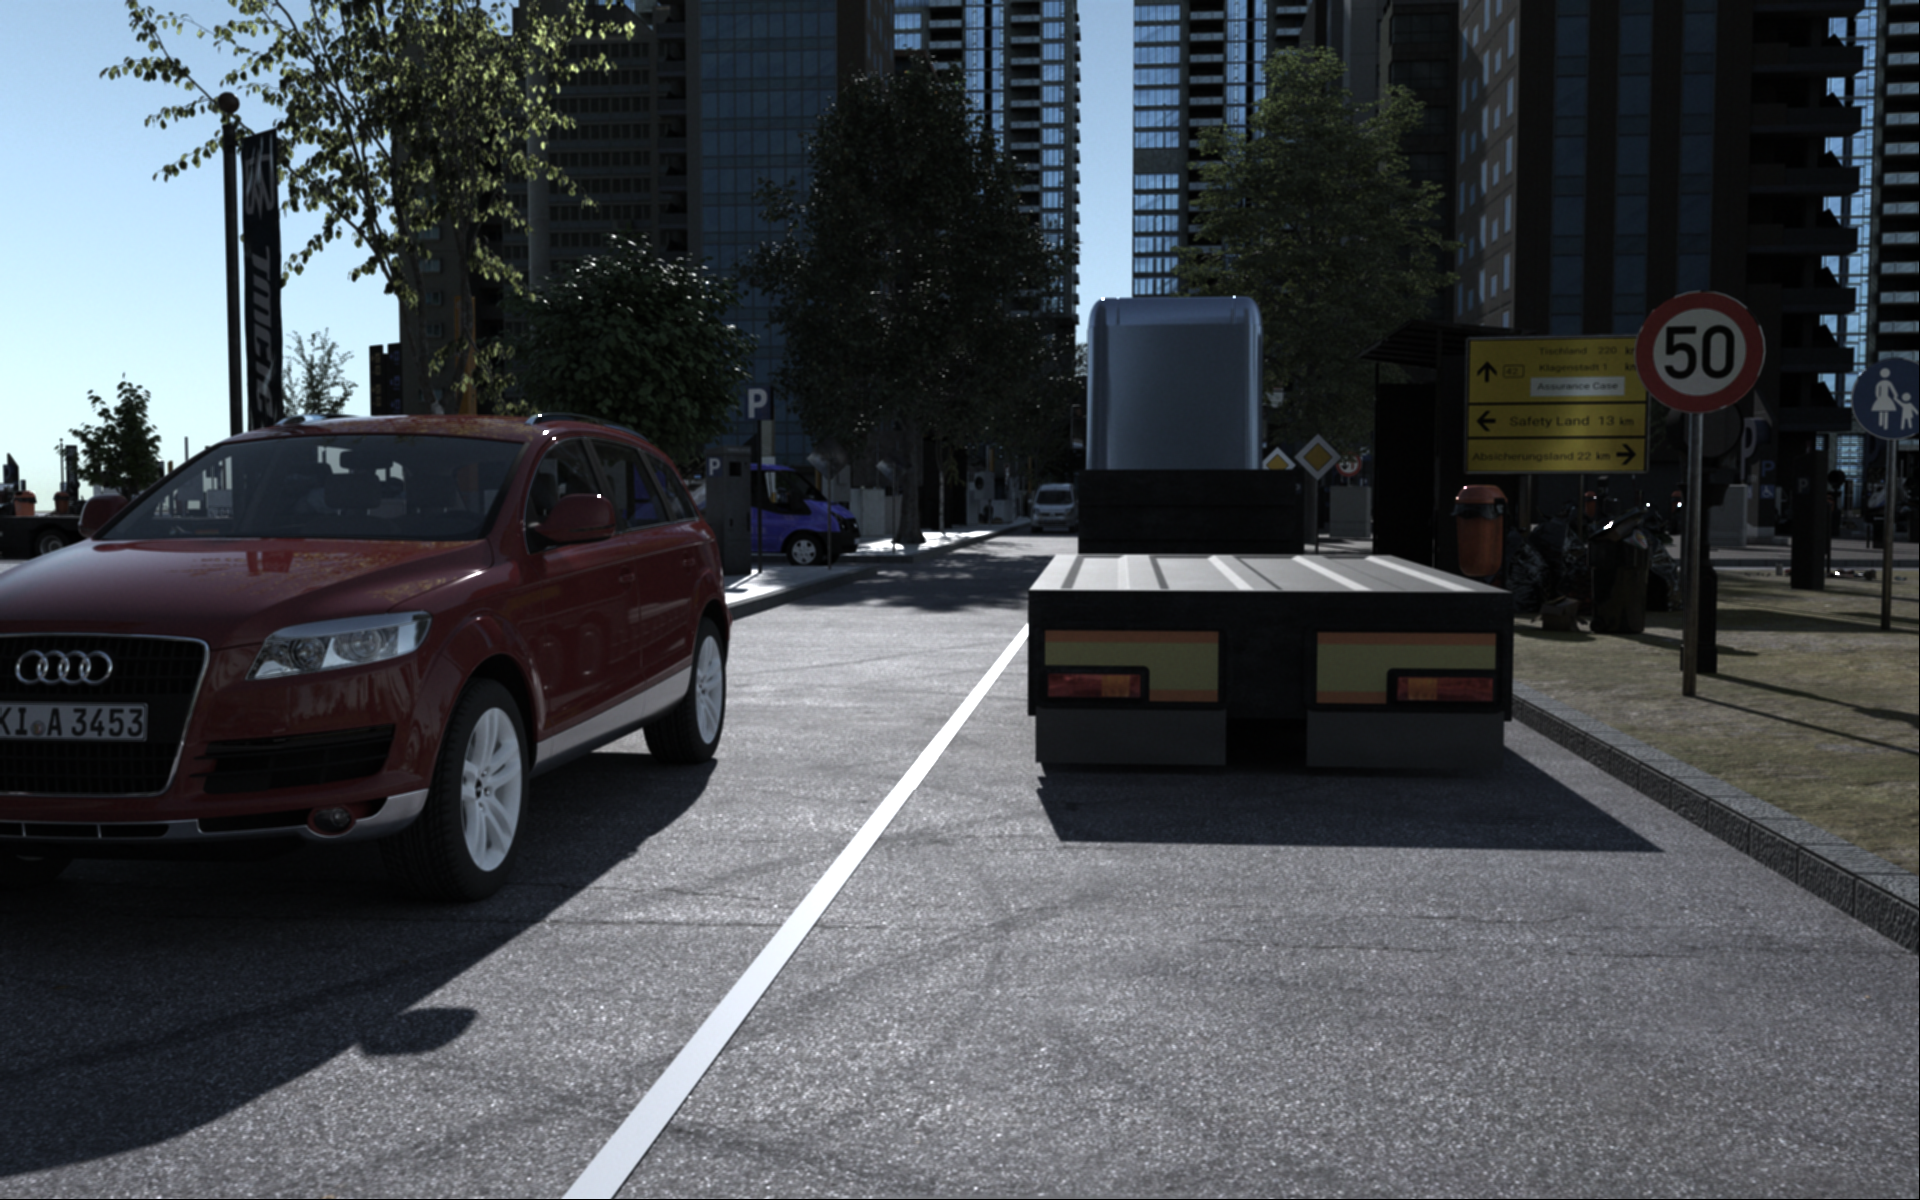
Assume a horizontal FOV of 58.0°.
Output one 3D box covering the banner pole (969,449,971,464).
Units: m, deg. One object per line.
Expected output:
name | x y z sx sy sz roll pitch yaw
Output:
banner pole | 0.560 -6.386 94.421 0.401 3.779 0.863 0 4 3

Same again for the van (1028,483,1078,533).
van | 3.573 -3.526 64.655 2.013 2.044 4.112 0 4 7

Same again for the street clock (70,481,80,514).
street clock | -45.914 -5.216 89.850 0.471 2.002 0.358 -1 4 -12

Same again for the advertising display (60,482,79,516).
advertising display | -48.289 -5.426 93.928 0.974 1.923 0.123 0 4 7

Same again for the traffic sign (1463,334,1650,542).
traffic sign | 7.649 -1.737 22.267 2.265 3.308 0.079 1 4 12

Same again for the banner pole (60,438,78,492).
banner pole | -40.189 -5.385 78.055 0.863 3.779 0.401 -2 4 -25

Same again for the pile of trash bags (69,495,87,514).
pile of trash bags | -35.972 -3.783 71.611 3.447 1.369 1.912 1 4 14

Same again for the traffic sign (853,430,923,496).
traffic sign | -2.317 -3.769 55.500 2.265 3.308 0.079 0 4 6

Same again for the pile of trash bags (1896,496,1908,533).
pile of trash bags | 29.966 -2.719 54.215 1.912 1.369 3.447 -1 4 -10

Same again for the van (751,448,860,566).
van | -4.572 -1.799 33.791 5.245 2.365 2.240 0 4 7

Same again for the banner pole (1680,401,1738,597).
banner pole | 9.295 -1.933 21.615 0.863 3.779 0.401 0 4 -1

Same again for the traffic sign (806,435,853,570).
traffic sign | -2.214 -1.575 29.386 0.795 2.450 0.064 0 4 6

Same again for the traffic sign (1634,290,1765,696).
traffic sign | 4.641 -0.663 10.948 0.768 2.556 0.104 1 4 14

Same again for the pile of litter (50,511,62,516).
pile of litter | -50.829 -5.129 97.820 1.176 0.858 1.719 2 4 35

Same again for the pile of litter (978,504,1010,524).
pile of litter | 1.334 -3.654 73.705 1.719 0.858 1.176 0 4 -6

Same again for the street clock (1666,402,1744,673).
street clock | 5.329 -0.481 12.440 0.471 2.002 0.358 0 4 -2

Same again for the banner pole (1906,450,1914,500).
banner pole | 53.587 -6.589 97.742 0.401 3.779 0.863 0 3 0

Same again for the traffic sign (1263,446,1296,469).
traffic sign | 6.678 -2.010 36.508 0.795 2.450 0.064 0 4 6

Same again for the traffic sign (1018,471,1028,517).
traffic sign | 3.493 -5.828 95.397 0.768 2.556 0.104 1 4 12

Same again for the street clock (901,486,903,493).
street clock | -2.149 -3.900 68.336 0.358 2.002 0.471 -3 5 -41

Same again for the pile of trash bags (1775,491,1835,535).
pile of trash bags | 26.287 -2.776 55.144 3.447 1.369 1.912 -1 4 -11

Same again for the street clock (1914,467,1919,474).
street clock | 26.045 -2.592 46.953 0.358 2.002 0.471 0 4 4

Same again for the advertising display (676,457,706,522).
advertising display | -4.587 -1.507 29.857 0.974 1.923 0.123 1 4 10

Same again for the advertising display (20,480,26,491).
advertising display | -42.647 -4.505 78.870 0.123 1.923 0.974 -2 4 -34

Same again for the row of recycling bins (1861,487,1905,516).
row of recycling bins | 51.535 -5.479 96.698 1.069 1.692 3.534 0 4 0

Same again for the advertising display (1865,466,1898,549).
advertising display | 21.537 -2.159 40.512 0.123 1.923 0.974 0 4 -7

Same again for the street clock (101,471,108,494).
street clock | -25.871 -2.935 52.562 0.471 2.002 0.358 -2 4 -33

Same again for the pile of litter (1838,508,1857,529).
pile of litter | 32.501 -3.046 63.771 1.719 0.858 1.176 -2 4 -30

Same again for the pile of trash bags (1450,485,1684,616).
pile of trash bags | 6.344 -0.543 18.633 3.447 1.369 1.912 -3 5 -44

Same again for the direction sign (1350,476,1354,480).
direction sign | 21.840 -6.444 97.362 0.876 3.537 0.379 -3 4 -38

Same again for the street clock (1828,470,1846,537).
street clock | 26.398 -2.913 52.202 0.358 2.002 0.471 -1 4 -17

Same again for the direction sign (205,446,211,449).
direction sign | -35.497 -5.522 82.282 0.379 3.537 0.876 1 4 16

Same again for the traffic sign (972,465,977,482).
traffic sign | 0.712 -4.701 76.868 0.884 2.594 0.081 1 4 11

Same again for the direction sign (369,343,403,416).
direction sign | -8.684 -2.097 26.279 0.876 3.537 0.379 3 5 41

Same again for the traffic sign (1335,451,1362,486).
traffic sign | 11.467 -3.123 51.163 0.768 2.556 0.104 1 4 8

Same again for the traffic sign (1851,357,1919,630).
traffic sign | 8.732 -0.988 16.263 0.768 2.556 0.104 1 4 9

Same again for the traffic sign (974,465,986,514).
traffic sign | 0.816 -4.668 76.432 0.768 2.556 0.104 1 4 12

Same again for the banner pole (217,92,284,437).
banner pole | -4.390 -1.268 10.750 0.863 3.779 0.401 3 5 42

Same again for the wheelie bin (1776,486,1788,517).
wheelie bin | 32.080 -3.688 68.204 0.980 1.594 0.693 -2 4 -29

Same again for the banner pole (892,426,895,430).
banner pole | -2.628 -4.522 63.945 0.863 3.779 0.401 -3 4 -38

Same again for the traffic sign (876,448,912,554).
traffic sign | -1.424 -2.061 37.332 0.795 2.450 0.064 0 4 6

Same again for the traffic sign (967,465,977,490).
traffic sign | 0.350 -4.611 75.502 0.768 2.556 0.104 1 4 12

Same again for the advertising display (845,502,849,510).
advertising display | -6.712 -5.994 103.220 0.123 1.923 0.974 -1 4 -10

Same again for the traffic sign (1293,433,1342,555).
traffic sign | 5.888 -1.524 28.562 0.795 2.450 0.064 0 4 6

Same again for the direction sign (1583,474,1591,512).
direction sign | 25.376 -4.780 70.153 0.379 3.537 0.876 3 5 41

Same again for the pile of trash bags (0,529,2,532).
pile of trash bags | -26.889 -2.352 48.211 3.447 1.369 1.912 2 4 28

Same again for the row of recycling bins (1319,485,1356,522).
row of recycling bins | 17.097 -4.464 80.106 3.534 1.692 1.069 -2 4 -29

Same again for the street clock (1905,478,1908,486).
street clock | 40.098 -4.184 72.974 0.471 2.002 0.358 3 5 43
